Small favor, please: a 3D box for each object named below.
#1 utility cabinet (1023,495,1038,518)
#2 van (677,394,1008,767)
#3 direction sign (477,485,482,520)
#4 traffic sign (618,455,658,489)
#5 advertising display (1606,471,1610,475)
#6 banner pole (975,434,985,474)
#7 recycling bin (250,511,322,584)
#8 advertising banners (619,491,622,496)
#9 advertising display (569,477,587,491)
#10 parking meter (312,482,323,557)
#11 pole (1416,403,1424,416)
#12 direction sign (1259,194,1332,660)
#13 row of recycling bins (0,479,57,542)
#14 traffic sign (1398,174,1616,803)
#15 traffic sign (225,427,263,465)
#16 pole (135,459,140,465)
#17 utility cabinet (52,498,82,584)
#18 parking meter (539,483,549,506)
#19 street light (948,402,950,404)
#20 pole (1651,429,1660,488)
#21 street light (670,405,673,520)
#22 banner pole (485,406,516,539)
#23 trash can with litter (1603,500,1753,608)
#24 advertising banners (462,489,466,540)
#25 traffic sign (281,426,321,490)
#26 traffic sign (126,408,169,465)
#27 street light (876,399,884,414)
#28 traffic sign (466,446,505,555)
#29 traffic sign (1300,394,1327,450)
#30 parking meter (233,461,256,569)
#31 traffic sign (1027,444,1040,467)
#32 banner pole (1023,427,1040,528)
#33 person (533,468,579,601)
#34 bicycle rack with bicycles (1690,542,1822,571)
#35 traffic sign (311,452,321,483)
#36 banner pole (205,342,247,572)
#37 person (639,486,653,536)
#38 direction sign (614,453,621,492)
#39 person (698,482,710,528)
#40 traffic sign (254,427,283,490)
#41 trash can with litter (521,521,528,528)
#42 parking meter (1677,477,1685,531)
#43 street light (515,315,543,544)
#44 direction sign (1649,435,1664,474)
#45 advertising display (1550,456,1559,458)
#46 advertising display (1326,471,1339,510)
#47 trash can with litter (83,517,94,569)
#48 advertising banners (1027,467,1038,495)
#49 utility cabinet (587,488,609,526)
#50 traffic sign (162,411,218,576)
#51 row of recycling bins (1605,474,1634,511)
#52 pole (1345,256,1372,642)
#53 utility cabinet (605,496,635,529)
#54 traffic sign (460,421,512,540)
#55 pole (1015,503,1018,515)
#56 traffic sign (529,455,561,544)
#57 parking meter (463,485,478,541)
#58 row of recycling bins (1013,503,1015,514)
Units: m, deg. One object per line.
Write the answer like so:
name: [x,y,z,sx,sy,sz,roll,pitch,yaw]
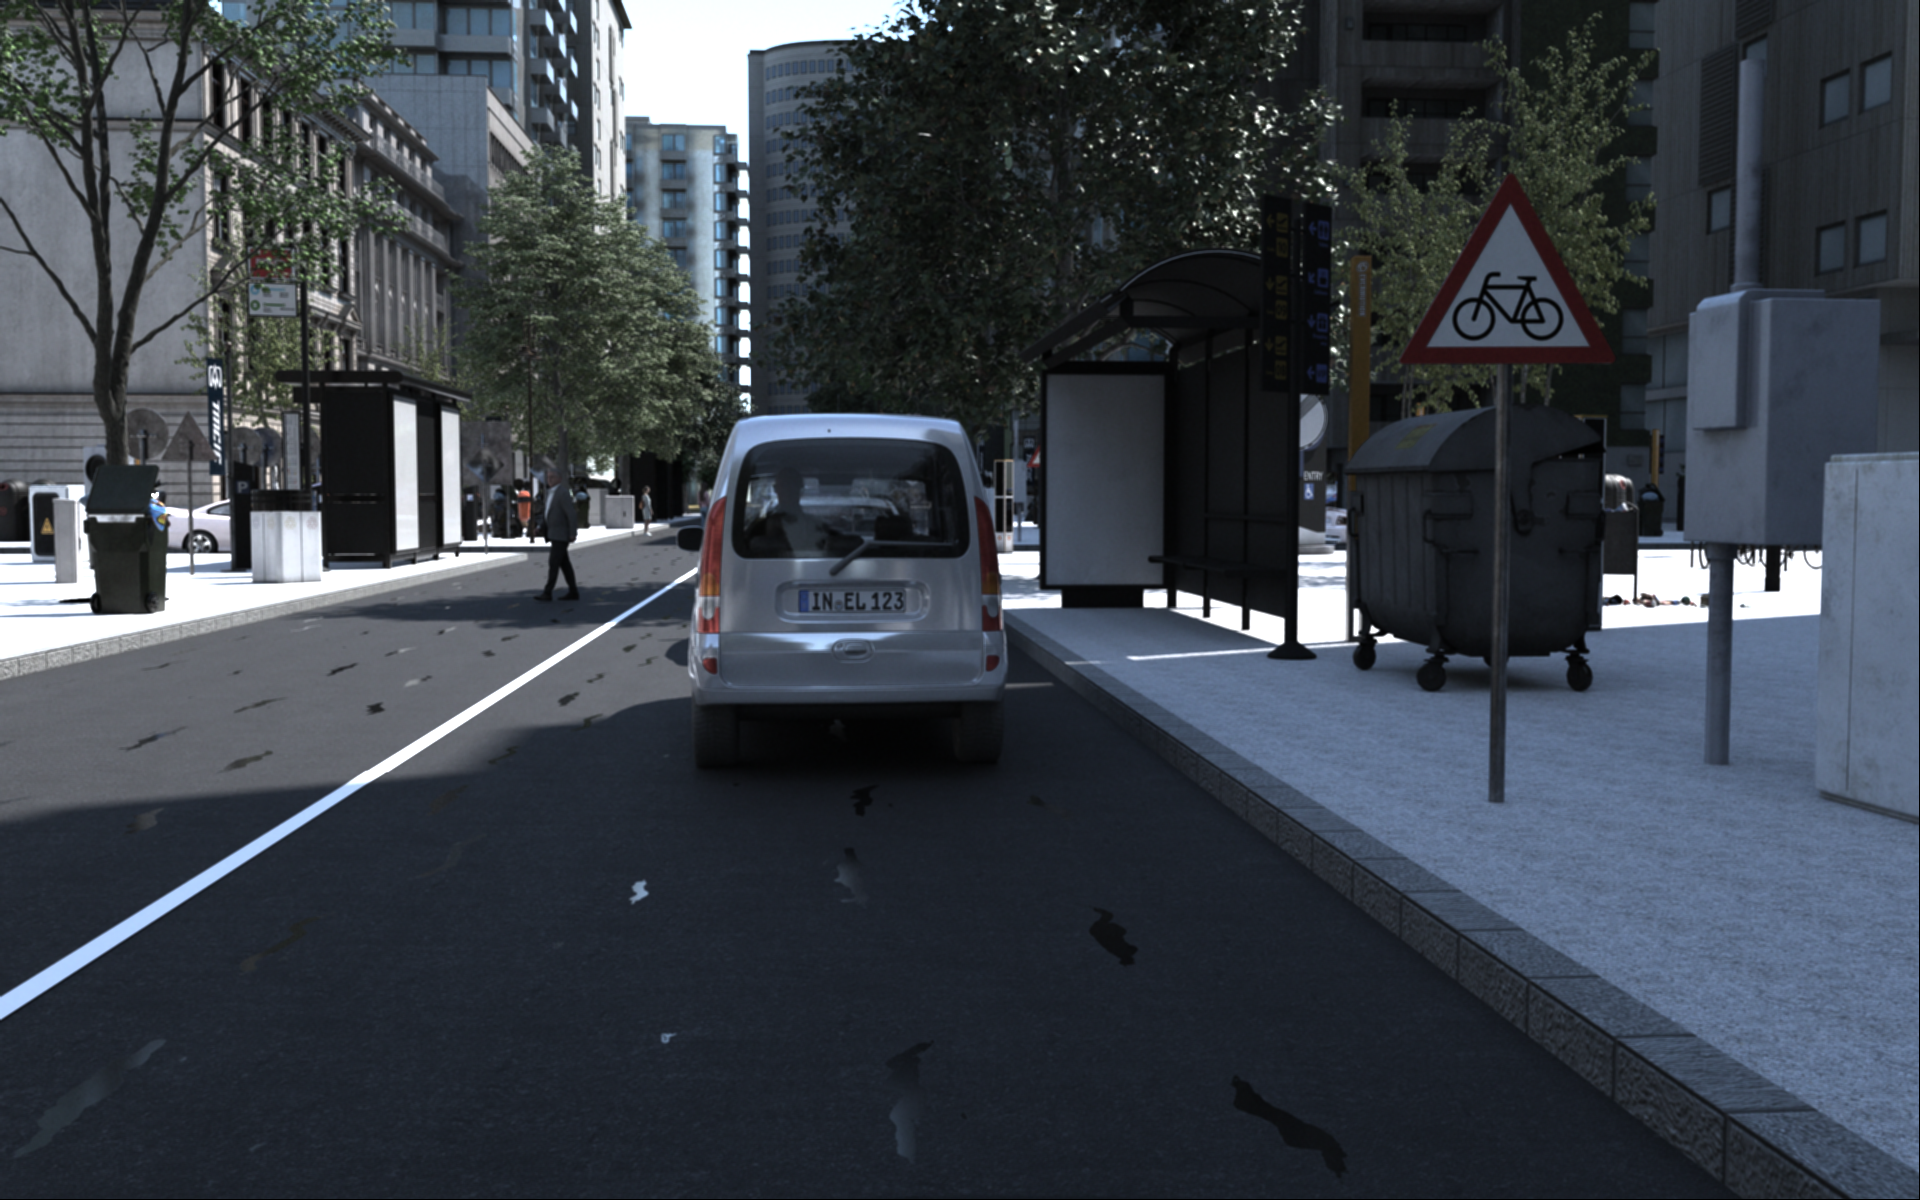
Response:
utility cabinet: [3.849,-5.085,94.302,0.306,1.237,1.020,3,4,38]
van: [-0.739,-0.216,10.536,2.013,2.044,4.112,0,4,-6]
direction sign: [-23.509,-5.651,84.396,0.379,3.537,0.876,3,4,39]
traffic sign: [-16.595,-5.870,89.844,2.265,3.308,0.079,0,4,-4]
advertising display: [18.163,-2.709,49.499,0.123,1.923,0.974,-1,4,-22]
banner pole: [0.692,-4.361,61.327,0.401,3.779,0.863,2,4,28]
recycling bin: [-9.780,-0.770,25.150,0.722,1.027,0.722,2,4,35]
advertising banners: [-18.116,-5.924,93.051,0.090,3.025,2.074,-2,4,-29]
advertising display: [-14.463,-3.648,64.866,0.974,1.923,0.123,-2,4,-32]
parking meter: [-13.123,-1.650,35.389,0.372,1.533,0.369,0,3,0]
pole: [10.297,-2.752,38.842,0.158,3.312,0.155,0,3,0]
direction sign: [2.600,-1.313,13.464,0.876,3.537,0.379,-3,5,-43]
row of recycling bins: [-26.107,-2.435,46.926,3.534,1.692,1.069,0,4,3]
traffic sign: [2.235,-0.437,7.143,0.884,2.594,0.081,0,4,0]
traffic sign: [-13.550,-1.996,32.735,0.768,2.556,0.104,0,4,4]
pole: [-24.306,-3.514,51.305,0.158,3.312,0.155,0,3,0]
utility cabinet: [-12.952,-0.856,25.164,0.306,1.237,1.020,-1,4,-23]
parking meter: [-18.774,-4.437,78.257,0.255,1.863,0.399,3,4,37]
street light: [-0.212,-3.879,36.212,0.468,5.910,1.993,0,4,-5]
pole: [21.908,-3.716,54.601,0.158,3.312,0.155,0,3,0]
street light: [-14.547,-6.991,87.090,0.468,5.910,1.993,0,4,-5]
banner pole: [-13.101,-3.625,49.283,0.863,3.779,0.401,0,4,8]
trash can with litter: [7.899,-0.543,19.944,2.233,1.210,1.678,3,4,38]
advertising banners: [-13.715,-3.118,47.168,0.090,3.025,2.074,0,4,-5]
traffic sign: [-12.335,-1.977,32.429,0.768,2.556,0.104,0,4,4]
traffic sign: [-12.142,-1.569,25.760,0.768,2.556,0.104,0,4,3]
street light: [-3.612,-6.401,77.440,0.468,5.910,1.993,0,4,-5]
traffic sign: [-9.897,-1.988,36.141,0.795,2.450,0.064,0,4,-5]
traffic sign: [3.887,-1.232,20.251,0.768,2.556,0.104,0,4,2]
parking meter: [-12.321,-1.471,29.759,0.399,1.863,0.255,-2,4,-31]
traffic sign: [1.762,-2.093,34.218,0.884,2.594,0.081,0,4,5]
banner pole: [2.739,-4.586,64.996,0.863,3.779,0.401,2,4,24]
person: [-5.449,-0.875,23.197,0.661,1.777,0.834,3,5,40]
bicycle rack with bicycles: [13.775,-1.012,29.936,2.925,0.926,2.852,-2,4,-30]
traffic sign: [-13.483,-2.098,36.424,0.606,2.300,0.079,0,4,5]
banner pole: [-12.051,-2.342,28.312,0.401,3.779,0.863,0,4,8]
person: [-10.806,-3.071,59.708,0.522,1.701,0.512,-2,4,-35]
direction sign: [-18.778,-6.305,95.079,0.379,3.537,0.876,-2,4,-33]
person: [-8.163,-2.883,55.649,0.555,1.821,0.388,2,4,26]
traffic sign: [-13.293,-2.018,33.098,0.768,2.556,0.104,0,4,-2]
trash can with litter: [-16.600,-3.273,64.906,1.055,1.170,0.624,1,4,13]
parking meter: [25.072,-3.328,60.124,0.255,1.863,0.399,1,4,9]
street light: [-11.097,-4.402,44.760,0.468,5.910,1.993,0,4,-5]
direction sign: [26.645,-4.563,66.602,0.876,3.537,0.379,-1,4,-12]
advertising display: [7.772,-1.128,23.660,0.974,1.923,0.123,-1,4,-12]
advertising display: [10.091,-2.641,48.387,0.974,1.923,0.123,2,4,24]
trash can with litter: [-14.383,-1.112,29.571,1.055,1.170,0.624,1,4,9]
advertising banners: [4.238,-6.552,103.317,2.074,3.025,0.090,-3,4,-37]
utility cabinet: [-15.124,-3.848,71.592,1.173,1.500,0.318,-2,4,-29]
traffic sign: [-12.102,-1.665,27.224,0.884,2.594,0.081,0,3,0]
row of recycling bins: [13.084,-1.726,35.338,1.069,1.692,3.534,2,4,27]
pole: [3.445,-1.293,14.976,0.158,3.312,0.155,0,3,0]
utility cabinet: [-12.440,-3.191,63.328,1.020,1.237,0.306,0,4,-3]
traffic sign: [-13.694,-3.346,48.587,2.265,3.308,0.079,0,4,3]
pole: [3.467,-6.888,106.463,0.158,3.312,0.155,0,3,0]
traffic sign: [-10.558,-2.474,44.099,0.795,2.450,0.064,0,4,-5]
parking meter: [-13.340,-2.370,47.165,0.372,1.533,0.369,0,3,0]
row of recycling bins: [2.319,-6.330,110.604,1.069,1.692,3.534,-2,4,-34]
